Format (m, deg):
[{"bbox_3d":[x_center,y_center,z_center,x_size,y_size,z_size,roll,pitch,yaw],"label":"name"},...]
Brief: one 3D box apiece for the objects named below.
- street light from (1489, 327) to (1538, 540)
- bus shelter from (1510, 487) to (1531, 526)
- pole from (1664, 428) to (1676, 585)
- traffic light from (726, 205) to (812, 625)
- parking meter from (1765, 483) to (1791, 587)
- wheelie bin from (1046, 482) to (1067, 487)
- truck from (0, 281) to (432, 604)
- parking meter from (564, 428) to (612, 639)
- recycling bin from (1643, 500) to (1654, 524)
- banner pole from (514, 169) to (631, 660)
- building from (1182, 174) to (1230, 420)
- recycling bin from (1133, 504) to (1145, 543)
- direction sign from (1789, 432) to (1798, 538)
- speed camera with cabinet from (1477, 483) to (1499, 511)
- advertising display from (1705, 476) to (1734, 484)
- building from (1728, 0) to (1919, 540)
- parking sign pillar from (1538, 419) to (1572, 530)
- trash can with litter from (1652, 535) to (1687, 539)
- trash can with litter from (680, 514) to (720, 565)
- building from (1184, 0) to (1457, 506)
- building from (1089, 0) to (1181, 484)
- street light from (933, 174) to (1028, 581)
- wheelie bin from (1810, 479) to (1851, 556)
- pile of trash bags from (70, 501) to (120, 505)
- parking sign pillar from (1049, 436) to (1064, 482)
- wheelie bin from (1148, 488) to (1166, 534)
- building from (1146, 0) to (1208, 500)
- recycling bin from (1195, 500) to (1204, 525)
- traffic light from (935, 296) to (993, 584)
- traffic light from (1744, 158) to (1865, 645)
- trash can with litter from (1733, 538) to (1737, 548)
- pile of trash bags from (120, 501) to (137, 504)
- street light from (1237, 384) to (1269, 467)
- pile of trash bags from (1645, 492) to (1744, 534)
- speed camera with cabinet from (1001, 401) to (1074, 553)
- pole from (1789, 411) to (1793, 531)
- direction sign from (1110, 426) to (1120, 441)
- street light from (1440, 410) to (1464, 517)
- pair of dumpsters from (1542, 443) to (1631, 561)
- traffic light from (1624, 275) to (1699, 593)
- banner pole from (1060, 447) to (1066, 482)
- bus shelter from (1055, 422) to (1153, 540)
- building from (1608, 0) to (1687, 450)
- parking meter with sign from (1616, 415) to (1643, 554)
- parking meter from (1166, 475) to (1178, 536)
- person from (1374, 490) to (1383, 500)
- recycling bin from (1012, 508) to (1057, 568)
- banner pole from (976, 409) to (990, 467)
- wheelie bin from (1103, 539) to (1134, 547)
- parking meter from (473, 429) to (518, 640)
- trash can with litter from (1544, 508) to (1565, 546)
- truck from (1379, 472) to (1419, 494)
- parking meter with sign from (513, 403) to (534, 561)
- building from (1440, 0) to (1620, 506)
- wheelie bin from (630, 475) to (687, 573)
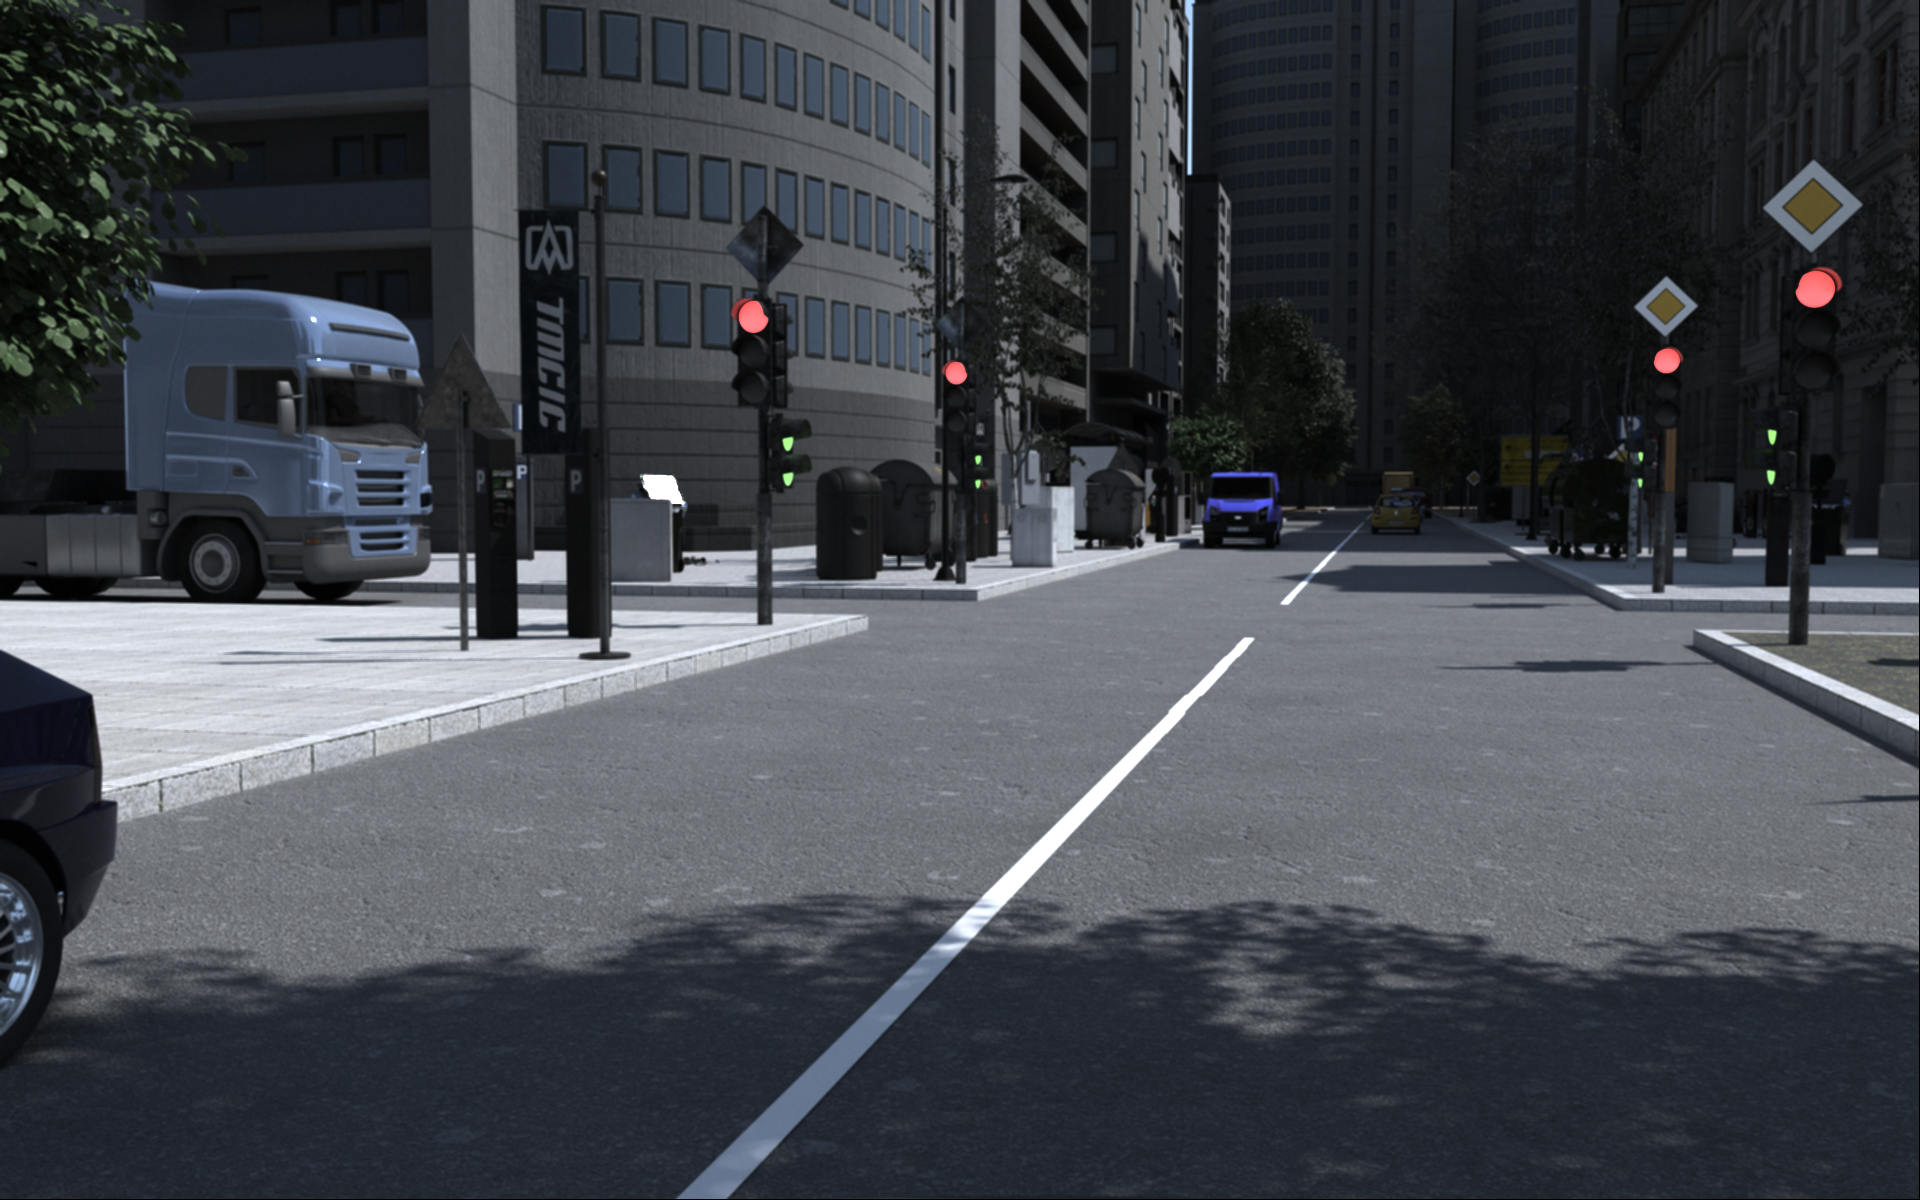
[{"bbox_3d":[15.416,-4.632,48.268,1.470,5.913,1.316,1,4,14],"label":"street light"},{"bbox_3d":[22.563,-4.521,67.847,2.014,3.302,5.546,1,4,14],"label":"bus shelter"},{"bbox_3d":[10.024,-1.876,24.510,0.158,3.312,0.155,0,3,0],"label":"pole"},{"bbox_3d":[-1.901,-1.712,16.906,0.839,4.253,0.868,1,4,14],"label":"traffic light"},{"bbox_3d":[11.364,-1.122,24.053,0.255,1.863,0.399,1,4,19],"label":"parking meter"},{"bbox_3d":[2.528,-2.312,45.710,0.980,1.594,0.693,0,4,-7],"label":"wheelie bin"},{"bbox_3d":[-15.638,-2.110,24.261,18.799,4.110,2.967,1,4,16],"label":"truck"},{"bbox_3d":[-3.331,-0.599,15.502,0.399,1.863,0.255,3,5,44],"label":"parking meter"},{"bbox_3d":[30.329,-3.856,75.601,0.722,1.027,0.722,-1,4,-22],"label":"recycling bin"},{"bbox_3d":[-3.015,-1.434,13.471,0.863,3.779,0.401,0,4,0],"label":"banner pole"},{"bbox_3d":[17.561,-23.747,159.972,14.107,30.474,14.160,1,4,14],"label":"building"},{"bbox_3d":[4.401,-2.007,45.371,0.722,1.027,0.722,2,4,28],"label":"recycling bin"},{"bbox_3d":[24.255,-3.556,50.141,0.379,3.537,0.876,1,4,15],"label":"direction sign"},{"bbox_3d":[29.033,-6.095,93.996,2.038,3.252,0.660,-2,4,-29],"label":"speed camera with cabinet"},{"bbox_3d":[27.741,-3.555,63.339,0.974,1.923,0.123,1,4,20],"label":"advertising display"},{"bbox_3d":[33.907,-16.393,55.408,14.401,28.519,23.554,1,4,14],"label":"building"},{"bbox_3d":[21.167,-4.493,61.938,1.447,3.967,1.447,-1,4,-18],"label":"parking sign pillar"},{"bbox_3d":[20.957,-2.357,49.594,2.233,1.210,1.678,1,4,20],"label":"trash can with litter"},{"bbox_3d":[-5.237,-1.278,31.947,1.678,1.210,2.233,-1,4,-20],"label":"trash can with litter"},{"bbox_3d":[40.770,-40.043,196.707,28.212,58.520,21.231,1,4,14],"label":"building"},{"bbox_3d":[0.044,-32.198,115.672,28.713,52.752,27.495,1,4,14],"label":"building"},{"bbox_3d":[0.307,-3.233,25.397,1.470,5.913,1.316,1,4,14],"label":"street light"},{"bbox_3d":[18.228,-1.739,36.346,0.980,1.594,0.693,3,5,45],"label":"wheelie bin"},{"bbox_3d":[-40.953,-4.301,80.079,3.447,1.369,1.912,2,4,29],"label":"pile of trash bags"},{"bbox_3d":[4.137,-5.564,79.443,1.447,3.967,1.447,3,5,43],"label":"parking sign pillar"},{"bbox_3d":[6.537,-2.967,56.410,0.693,1.594,0.980,1,4,22],"label":"wheelie bin"},{"bbox_3d":[9.349,-42.782,137.744,20.563,71.187,20.611,1,4,14],"label":"building"},{"bbox_3d":[9.909,-3.702,73.081,0.722,1.027,0.722,1,4,9],"label":"recycling bin"},{"bbox_3d":[0.030,-2.186,24.655,0.839,4.253,0.868,1,4,14],"label":"traffic light"},{"bbox_3d":[7.139,-1.575,14.679,0.839,4.253,0.868,1,4,14],"label":"traffic light"},{"bbox_3d":[18.296,-1.843,41.521,0.624,1.170,1.055,0,4,-4],"label":"trash can with litter"},{"bbox_3d":[-40.835,-4.811,88.404,3.447,1.369,1.912,2,4,29],"label":"pile of trash bags"},{"bbox_3d":[12.278,-6.150,73.097,1.470,5.913,1.316,1,4,14],"label":"street light"},{"bbox_3d":[24.225,-2.914,57.391,1.912,1.369,3.447,-2,4,-31],"label":"pile of trash bags"},{"bbox_3d":[1.695,-2.635,37.413,0.660,3.252,2.038,3,4,37],"label":"speed camera with cabinet"},{"bbox_3d":[20.347,-2.984,42.632,0.158,3.312,0.155,0,3,0],"label":"pole"},{"bbox_3d":[5.165,-4.020,57.726,0.379,3.537,0.876,-1,4,-16],"label":"direction sign"},{"bbox_3d":[27.095,-7.514,95.391,1.470,5.913,1.316,1,4,14],"label":"street light"},{"bbox_3d":[12.703,-1.978,34.840,1.574,2.255,4.437,1,4,14],"label":"pair of dumpsters"},{"bbox_3d":[9.070,-2.049,22.428,0.839,4.253,0.868,1,4,14],"label":"traffic light"},{"bbox_3d":[4.758,-5.574,81.147,0.863,3.779,0.401,3,5,40],"label":"banner pole"},{"bbox_3d":[4.330,-3.504,51.210,2.014,3.302,5.546,1,4,14],"label":"bus shelter"},{"bbox_3d":[44.719,-20.061,99.697,14.160,30.474,14.107,1,4,14],"label":"building"},{"bbox_3d":[14.576,-2.530,37.623,0.543,3.016,1.738,1,4,17],"label":"parking meter with sign"},{"bbox_3d":[6.437,-2.864,52.533,0.255,1.863,0.399,2,4,30],"label":"parking meter"},{"bbox_3d":[34.940,-8.240,143.938,1.217,1.736,0.721,-1,4,-18],"label":"person"},{"bbox_3d":[1.317,-1.103,30.593,0.722,1.027,0.722,1,4,9],"label":"recycling bin"},{"bbox_3d":[0.679,-3.735,51.077,0.401,3.779,0.863,2,4,35],"label":"banner pole"},{"bbox_3d":[3.822,-2.110,42.412,0.980,1.594,0.693,-2,4,-25],"label":"wheelie bin"},{"bbox_3d":[-4.127,-0.592,15.398,0.255,1.863,0.399,-3,4,-39],"label":"parking meter"},{"bbox_3d":[14.801,-1.937,43.057,0.624,1.170,1.055,0,4,-1],"label":"trash can with litter"},{"bbox_3d":[38.624,-9.584,152.625,3.469,3.379,9.791,1,4,15],"label":"truck"},{"bbox_3d":[-8.636,-2.310,34.033,0.543,3.016,1.738,-2,4,-25],"label":"parking meter with sign"},{"bbox_3d":[68.152,-39.580,189.136,28.212,58.520,21.231,1,4,14],"label":"building"},{"bbox_3d":[-4.960,-1.245,28.270,0.980,1.594,0.693,-3,5,-42],"label":"wheelie bin"}]
